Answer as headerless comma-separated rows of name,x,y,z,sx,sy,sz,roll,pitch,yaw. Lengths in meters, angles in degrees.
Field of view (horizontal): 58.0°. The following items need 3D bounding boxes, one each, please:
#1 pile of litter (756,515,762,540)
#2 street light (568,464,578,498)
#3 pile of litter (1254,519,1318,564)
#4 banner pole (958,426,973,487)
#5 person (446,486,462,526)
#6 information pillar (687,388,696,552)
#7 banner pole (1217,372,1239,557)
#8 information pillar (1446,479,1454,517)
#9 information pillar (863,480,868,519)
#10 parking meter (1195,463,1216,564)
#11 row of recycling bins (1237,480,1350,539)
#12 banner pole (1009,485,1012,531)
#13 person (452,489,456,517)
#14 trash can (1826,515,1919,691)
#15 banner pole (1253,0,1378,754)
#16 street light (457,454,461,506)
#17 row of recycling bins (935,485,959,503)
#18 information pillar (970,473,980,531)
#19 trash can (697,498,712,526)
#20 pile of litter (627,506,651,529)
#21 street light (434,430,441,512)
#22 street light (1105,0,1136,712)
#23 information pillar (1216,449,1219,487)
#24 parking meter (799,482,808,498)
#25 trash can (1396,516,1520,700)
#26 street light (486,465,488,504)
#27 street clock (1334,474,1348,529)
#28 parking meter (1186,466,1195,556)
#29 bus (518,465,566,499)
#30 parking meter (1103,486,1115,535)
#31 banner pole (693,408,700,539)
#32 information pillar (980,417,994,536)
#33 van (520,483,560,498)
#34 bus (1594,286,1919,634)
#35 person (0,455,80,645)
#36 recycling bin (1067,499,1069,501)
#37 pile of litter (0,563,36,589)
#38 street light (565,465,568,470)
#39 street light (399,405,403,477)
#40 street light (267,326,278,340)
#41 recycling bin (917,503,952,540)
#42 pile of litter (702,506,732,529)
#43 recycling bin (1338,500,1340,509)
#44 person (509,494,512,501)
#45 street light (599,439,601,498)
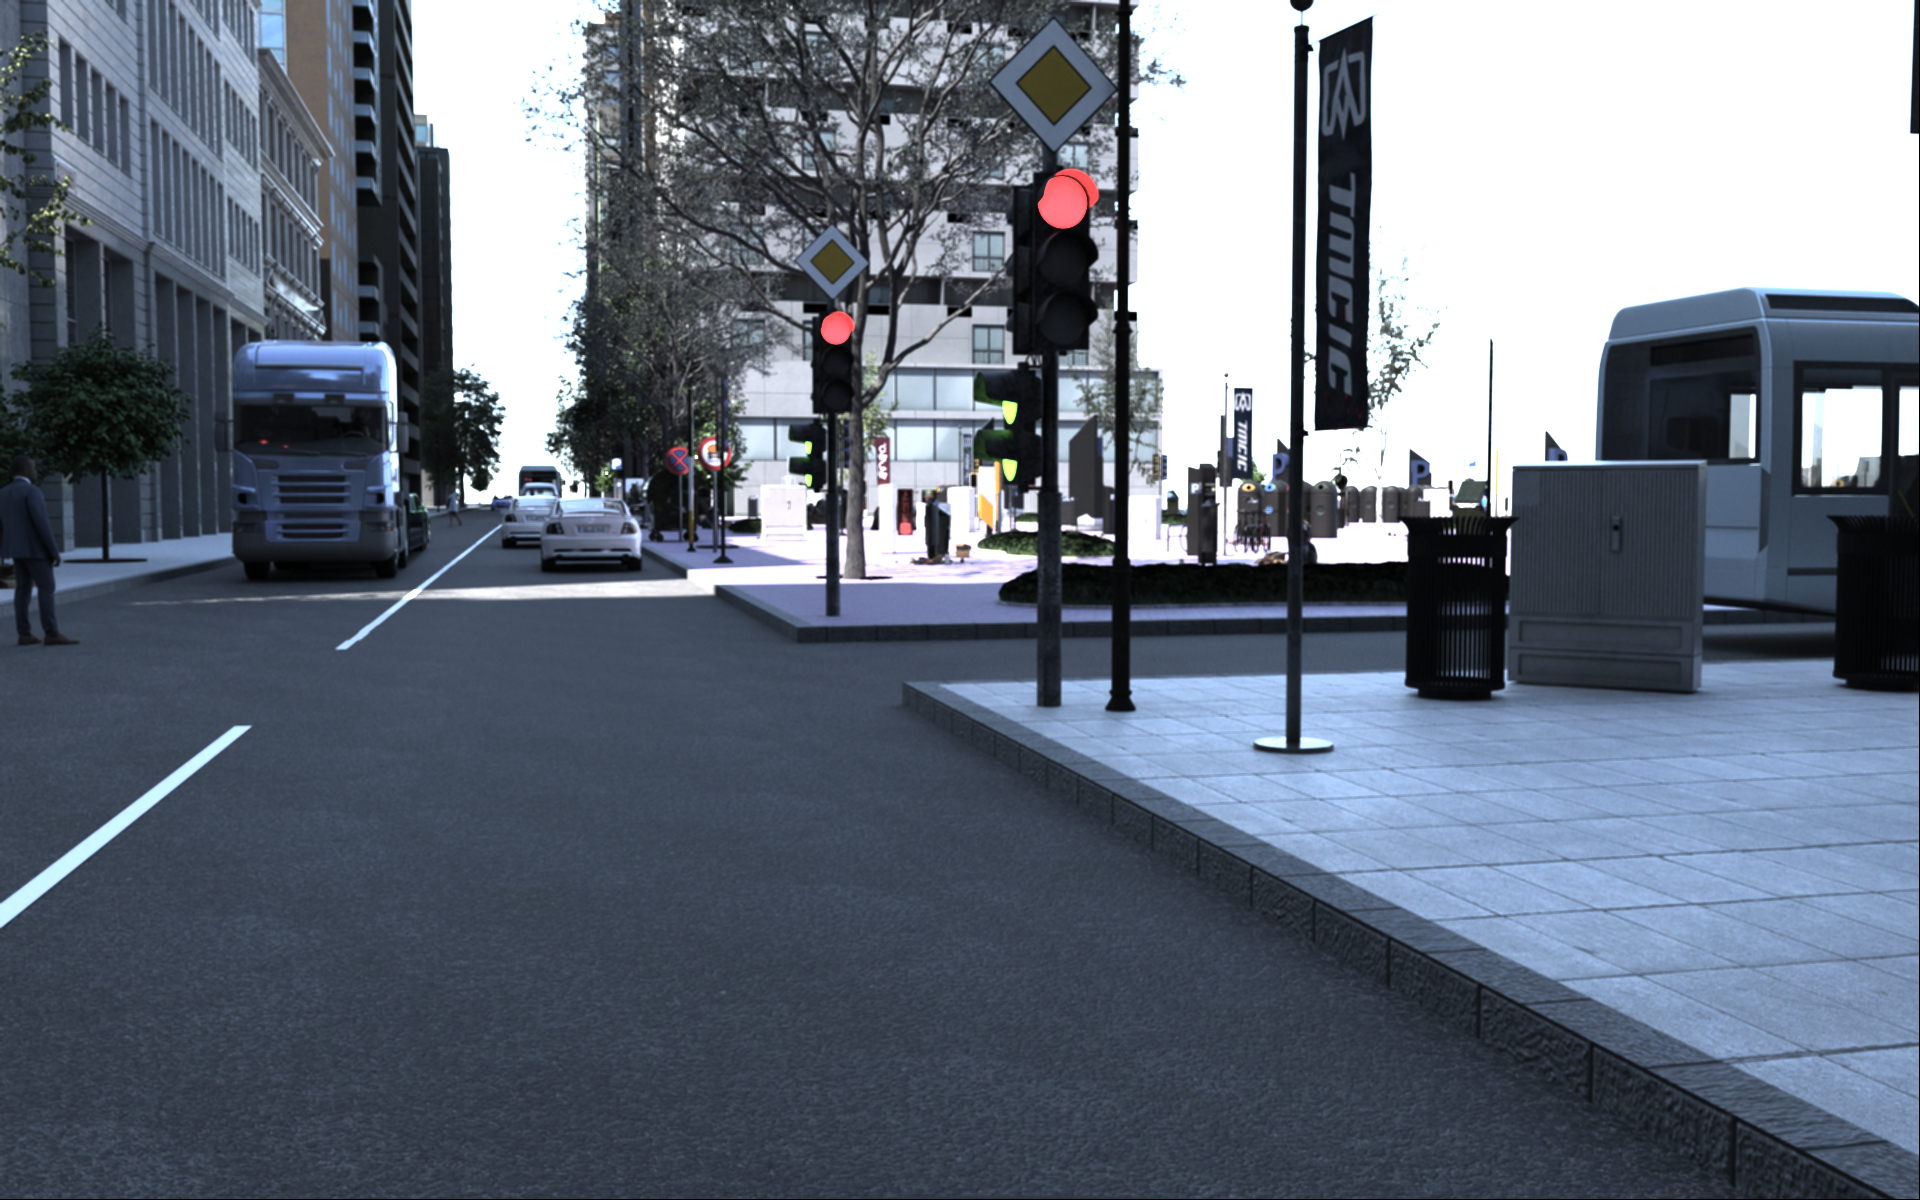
pile of litter,-5.127,-2.122,48.654,1.176,0.858,1.719,-1,4,-13
street light,-40.751,-12.841,182.744,0.468,5.910,1.993,-1,4,-14
pile of litter,5.615,-0.979,29.972,1.176,0.858,1.719,3,4,38
banner pole,0.164,-4.496,63.518,0.401,3.779,0.863,3,5,44
person,-22.542,-4.186,77.039,0.616,1.811,0.778,2,4,24
information pillar,-6.011,-2.894,38.672,0.183,3.616,0.504,0,4,-6
banner pole,5.672,-2.791,35.644,0.863,3.779,0.401,-1,4,-19
information pillar,24.462,-5.017,86.521,0.304,2.012,0.304,0,4,1
information pillar,-4.978,-5.242,90.198,0.304,2.012,0.304,0,4,7
parking meter,4.572,-1.611,32.043,0.255,1.863,0.399,0,4,-6
row of recycling bins,9.676,-2.699,51.244,1.069,1.692,3.534,-3,5,-42
banner pole,1.515,-3.296,43.905,0.863,3.779,0.401,0,4,-5
person,-31.978,-6.185,109.256,0.705,1.869,1.348,-1,4,-23
trash can,6.128,0.013,11.449,0.748,1.137,0.748,0,3,0
banner pole,1.760,-1.125,8.408,0.401,3.779,0.863,-1,4,-20
street light,-44.711,-11.112,154.473,0.468,5.910,1.993,-1,4,-14
row of recycling bins,-0.490,-4.499,80.667,1.069,1.692,3.534,-1,4,-10
information pillar,0.532,-3.434,60.640,0.304,2.012,0.304,1,4,19
trash can,-10.354,-3.570,70.023,0.748,1.137,0.748,0,3,0
pile of litter,-11.958,-3.060,64.000,1.176,0.858,1.719,-1,4,-18
street light,-37.012,-9.172,122.756,0.468,5.910,1.993,-1,4,-14
street light,0.954,-2.283,10.115,0.468,5.910,1.993,-1,4,-14
information pillar,13.435,-5.988,89.253,0.504,3.616,0.183,0,4,-6
parking meter,-7.836,-4.950,86.649,0.399,1.863,0.255,1,4,12
trash can,3.142,0.042,10.972,0.748,1.137,0.748,0,3,0
street light,-64.333,-16.061,235.378,0.468,5.910,1.993,-1,4,-14
street clock,14.058,-3.628,63.894,0.471,2.002,0.358,3,5,44
parking meter,4.907,-1.842,35.834,0.399,1.863,0.255,1,4,20
bus,-27.663,-7.319,114.527,2.948,3.499,13.247,-1,4,-12
parking meter,4.685,-2.820,54.523,0.372,1.533,0.369,0,3,0
banner pole,-7.722,-3.677,50.140,0.401,3.779,0.863,0,4,-5
information pillar,0.823,-3.737,52.452,0.504,3.616,0.183,-2,4,-32
van,-16.573,-3.754,68.388,2.013,2.044,4.112,-1,4,-13
bus,13.103,-1.403,17.792,13.247,3.499,2.948,-1,4,-14
person,-8.826,-0.475,16.453,0.721,1.800,0.419,1,4,16
recycling bin,5.390,-4.508,86.261,0.722,1.027,0.722,-3,4,-39
pile of litter,-13.296,-0.618,24.067,1.176,0.858,1.719,0,4,-7
street light,-48.393,-14.782,214.475,0.468,5.910,1.993,-1,4,-14
street light,-29.168,-7.196,90.436,0.468,5.910,1.993,-1,4,-14
street light,-18.892,-4.586,47.774,0.468,5.910,1.993,-1,4,-14
recycling bin,-0.723,-2.209,48.663,0.722,1.027,0.722,3,5,43
pile of litter,-8.876,-3.070,64.161,1.176,0.858,1.719,3,5,41
recycling bin,17.016,-4.086,79.364,0.722,1.027,0.722,-2,4,-34
person,-40.938,-8.915,157.492,0.421,1.427,0.697,-2,4,-34
street light,-21.168,-7.887,101.746,0.468,5.910,1.993,-1,4,-14
